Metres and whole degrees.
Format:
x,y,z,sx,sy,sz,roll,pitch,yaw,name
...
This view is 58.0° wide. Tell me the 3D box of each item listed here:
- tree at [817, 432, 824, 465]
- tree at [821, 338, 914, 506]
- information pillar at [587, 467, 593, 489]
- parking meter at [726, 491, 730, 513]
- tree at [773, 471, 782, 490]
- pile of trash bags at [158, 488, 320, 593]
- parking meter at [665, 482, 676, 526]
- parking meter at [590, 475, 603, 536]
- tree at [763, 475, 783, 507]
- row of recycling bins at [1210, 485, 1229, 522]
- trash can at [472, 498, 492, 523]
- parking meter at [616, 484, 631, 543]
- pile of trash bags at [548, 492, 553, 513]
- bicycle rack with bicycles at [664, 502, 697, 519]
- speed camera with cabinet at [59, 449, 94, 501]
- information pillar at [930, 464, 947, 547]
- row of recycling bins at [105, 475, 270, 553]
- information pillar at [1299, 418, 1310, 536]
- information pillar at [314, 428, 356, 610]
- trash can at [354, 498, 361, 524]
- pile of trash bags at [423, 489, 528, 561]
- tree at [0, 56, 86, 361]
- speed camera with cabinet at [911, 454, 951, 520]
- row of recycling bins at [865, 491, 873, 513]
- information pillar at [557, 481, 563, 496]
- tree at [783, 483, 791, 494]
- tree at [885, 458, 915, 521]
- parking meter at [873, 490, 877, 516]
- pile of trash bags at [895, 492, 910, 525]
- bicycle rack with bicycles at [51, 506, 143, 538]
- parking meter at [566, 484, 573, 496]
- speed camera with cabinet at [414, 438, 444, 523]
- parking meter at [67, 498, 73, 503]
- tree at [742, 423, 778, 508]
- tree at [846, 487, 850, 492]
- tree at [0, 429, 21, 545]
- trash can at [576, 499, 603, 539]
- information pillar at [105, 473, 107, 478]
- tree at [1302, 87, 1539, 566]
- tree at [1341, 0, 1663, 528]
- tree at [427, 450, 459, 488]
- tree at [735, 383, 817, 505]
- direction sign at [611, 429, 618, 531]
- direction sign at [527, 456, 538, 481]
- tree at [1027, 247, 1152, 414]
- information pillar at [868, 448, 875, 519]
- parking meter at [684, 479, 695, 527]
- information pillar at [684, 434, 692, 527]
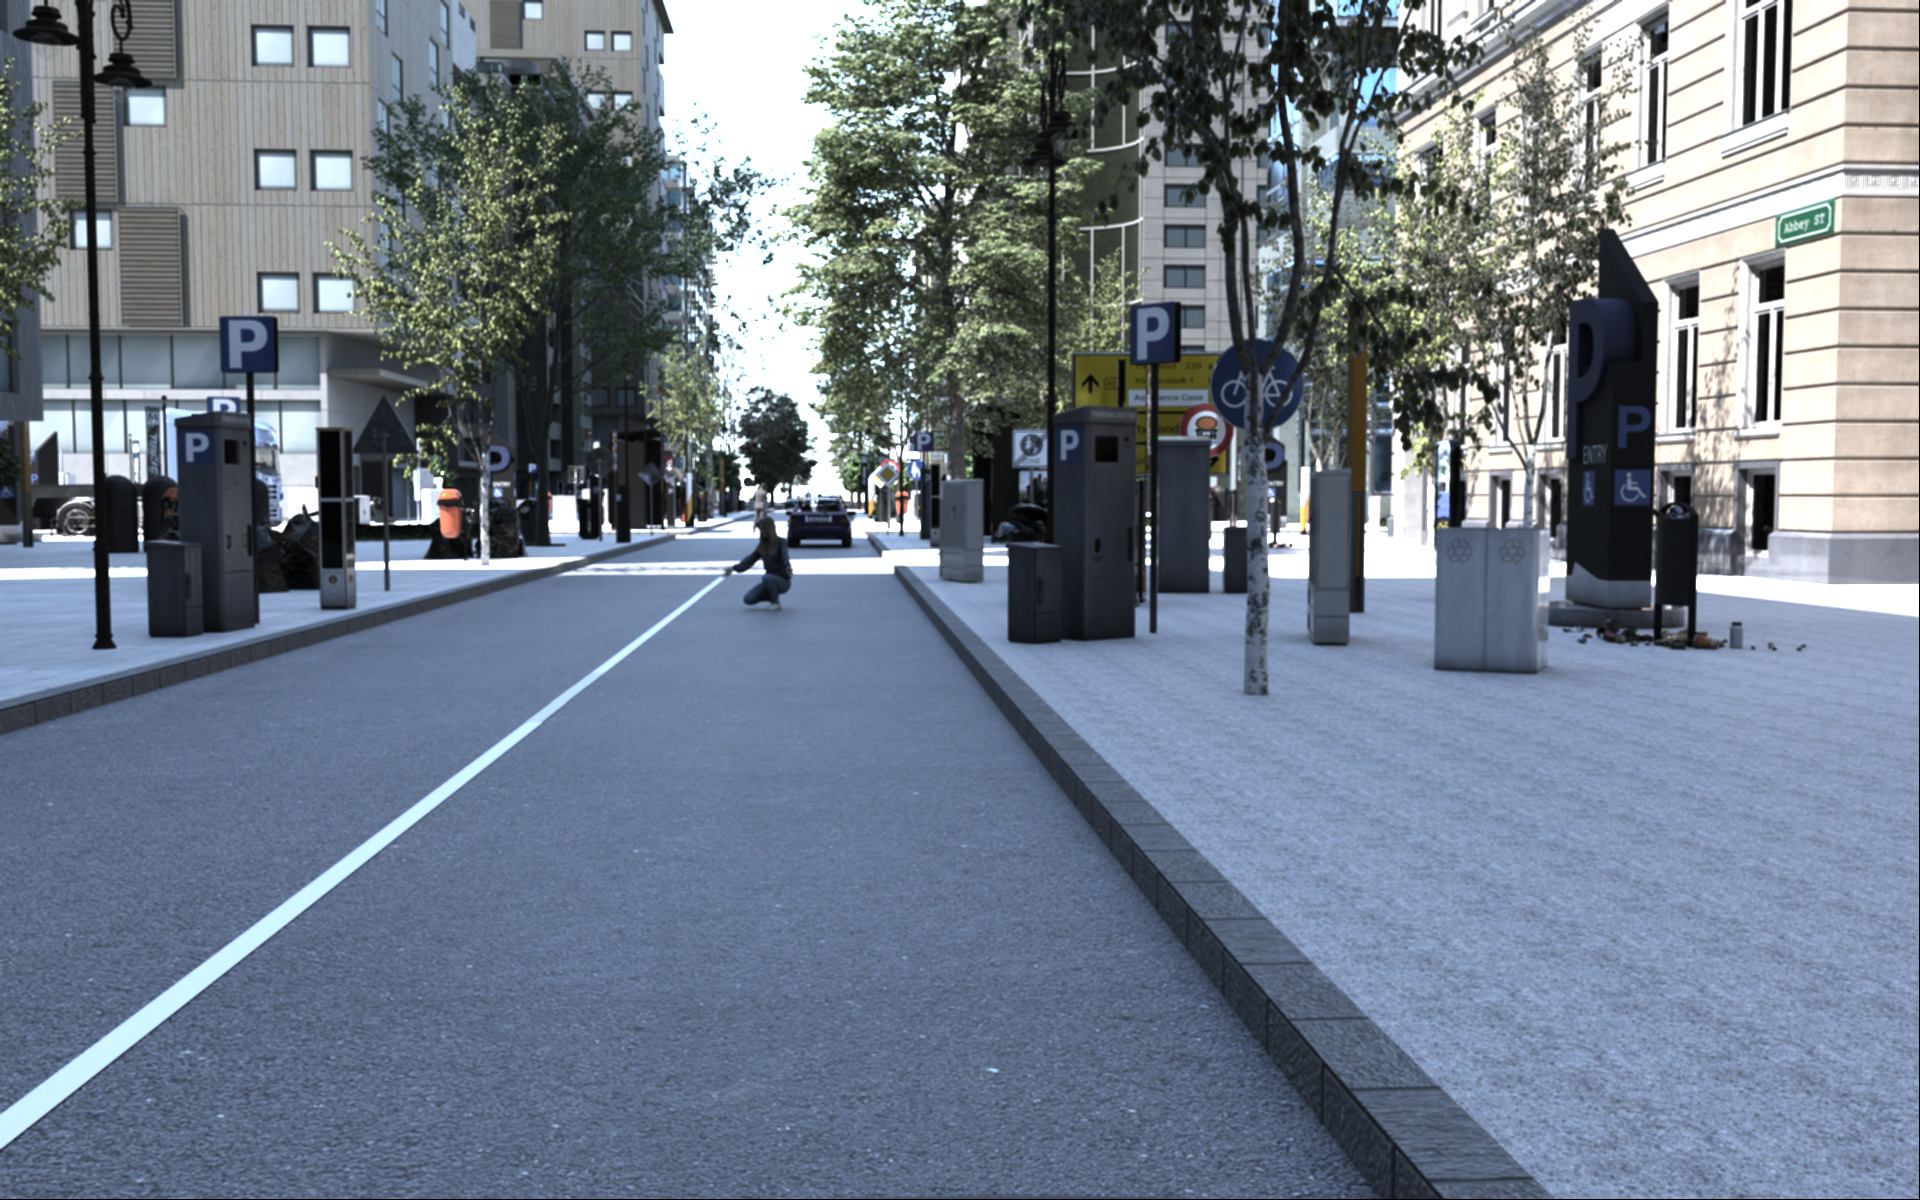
x,y,z,sx,sy,sz,roll,pitch,yaw,name
-25.807,-21.827,263.532,9.857,13.997,8.962,0,3,0,tree
-10.185,-20.248,186.943,12.611,20.169,13.585,0,3,0,tree
-20.222,-6.319,94.665,0.504,3.616,0.183,3,5,45,information pillar
-15.825,-6.669,117.456,0.372,1.533,0.369,0,3,0,parking meter
-21.102,-12.489,187.909,4.285,4.588,4.351,0,3,0,tree
-10.040,-0.857,23.760,3.447,1.369,1.912,3,5,40,pile of trash bags
-11.583,-3.890,69.308,0.399,1.863,0.255,0,4,-8,parking meter
-11.098,-2.888,52.927,0.399,1.863,0.255,-1,4,-14,parking meter
-19.357,-11.110,176.243,1.663,3.219,1.824,0,3,0,tree
11.012,-4.449,79.860,3.534,1.692,1.069,-3,5,-39,row of recycling bins
-17.729,-3.215,64.218,0.748,1.137,0.748,0,3,0,trash can
-8.920,-2.291,45.866,0.372,1.533,0.369,0,3,0,parking meter
-18.809,-3.840,72.538,3.447,1.369,1.912,-1,4,-8,pile of trash bags
-15.251,-4.772,91.406,2.925,0.926,2.852,3,5,41,bicycle rack with bicycles
-38.468,-4.972,75.632,2.038,3.252,0.660,1,4,11,speed camera with cabinet
-0.520,-2.287,41.892,0.304,2.012,0.304,2,4,31,information pillar
-17.286,-1.928,38.633,3.534,1.692,1.069,-2,4,-31,row of recycling bins
10.658,-3.795,53.404,0.183,3.616,0.504,2,4,34,information pillar
-6.946,-0.906,19.297,0.304,2.012,0.304,0,4,1,information pillar
-22.950,-3.279,65.261,0.748,1.137,0.748,0,3,0,trash can
-9.746,-1.508,34.404,1.912,1.369,3.447,0,4,-3,pile of trash bags
-16.577,-4.786,28.614,4.737,8.622,4.395,0,3,0,tree
-1.352,-5.534,84.823,2.038,3.252,0.660,0,4,-3,speed camera with cabinet
-5.513,-6.524,113.775,1.069,1.692,3.534,1,4,9,row of recycling bins
-22.328,-5.646,96.806,0.304,2.012,0.304,-1,4,-16,information pillar
-25.100,-15.359,245.715,1.663,3.219,1.824,0,3,0,tree
-2.804,-5.428,83.353,1.663,3.219,1.824,0,3,0,tree
-4.945,-5.753,102.478,0.372,1.533,0.369,0,3,0,parking meter
-0.998,-3.802,71.916,3.447,1.369,1.912,-1,4,-10,pile of trash bags
-25.545,-2.316,51.251,2.925,0.926,2.852,1,4,11,bicycle rack with bicycles
-22.179,-5.669,98.405,0.399,1.863,0.255,-1,4,-18,parking meter
-18.719,-4.085,61.118,0.660,3.252,2.038,-2,4,-31,speed camera with cabinet
-31.465,-3.217,61.014,0.372,1.533,0.369,0,3,0,parking meter
-17.919,-12.779,159.292,4.360,8.622,3.978,0,3,0,tree
-13.435,-13.770,219.739,1.663,3.219,1.824,0,3,0,tree
-24.559,-3.034,44.205,1.663,3.219,1.824,0,3,0,tree
-10.542,-2.301,49.281,0.748,1.137,0.748,0,3,0,trash can
-29.983,-3.427,60.524,0.304,2.012,0.304,-3,5,-43,information pillar
8.220,-4.923,30.856,4.737,8.622,4.395,0,3,0,tree
8.383,-4.611,25.752,4.360,8.622,3.978,0,3,0,tree
-23.308,-5.029,76.822,1.663,3.219,1.824,0,3,0,tree
-21.727,-17.922,199.674,9.857,13.997,8.962,0,3,0,tree
-12.044,-4.192,60.542,0.379,3.537,0.876,-1,4,-20,direction sign
-25.397,-6.807,103.298,0.876,3.537,0.379,1,4,11,direction sign
3.960,-6.230,52.215,4.737,8.622,4.395,0,3,0,tree
-4.479,-5.900,87.821,0.183,3.616,0.504,2,4,29,information pillar
-10.674,-3.825,68.247,0.399,1.863,0.255,0,4,1,parking meter
-10.582,-4.659,67.523,0.183,3.616,0.504,1,4,13,information pillar
